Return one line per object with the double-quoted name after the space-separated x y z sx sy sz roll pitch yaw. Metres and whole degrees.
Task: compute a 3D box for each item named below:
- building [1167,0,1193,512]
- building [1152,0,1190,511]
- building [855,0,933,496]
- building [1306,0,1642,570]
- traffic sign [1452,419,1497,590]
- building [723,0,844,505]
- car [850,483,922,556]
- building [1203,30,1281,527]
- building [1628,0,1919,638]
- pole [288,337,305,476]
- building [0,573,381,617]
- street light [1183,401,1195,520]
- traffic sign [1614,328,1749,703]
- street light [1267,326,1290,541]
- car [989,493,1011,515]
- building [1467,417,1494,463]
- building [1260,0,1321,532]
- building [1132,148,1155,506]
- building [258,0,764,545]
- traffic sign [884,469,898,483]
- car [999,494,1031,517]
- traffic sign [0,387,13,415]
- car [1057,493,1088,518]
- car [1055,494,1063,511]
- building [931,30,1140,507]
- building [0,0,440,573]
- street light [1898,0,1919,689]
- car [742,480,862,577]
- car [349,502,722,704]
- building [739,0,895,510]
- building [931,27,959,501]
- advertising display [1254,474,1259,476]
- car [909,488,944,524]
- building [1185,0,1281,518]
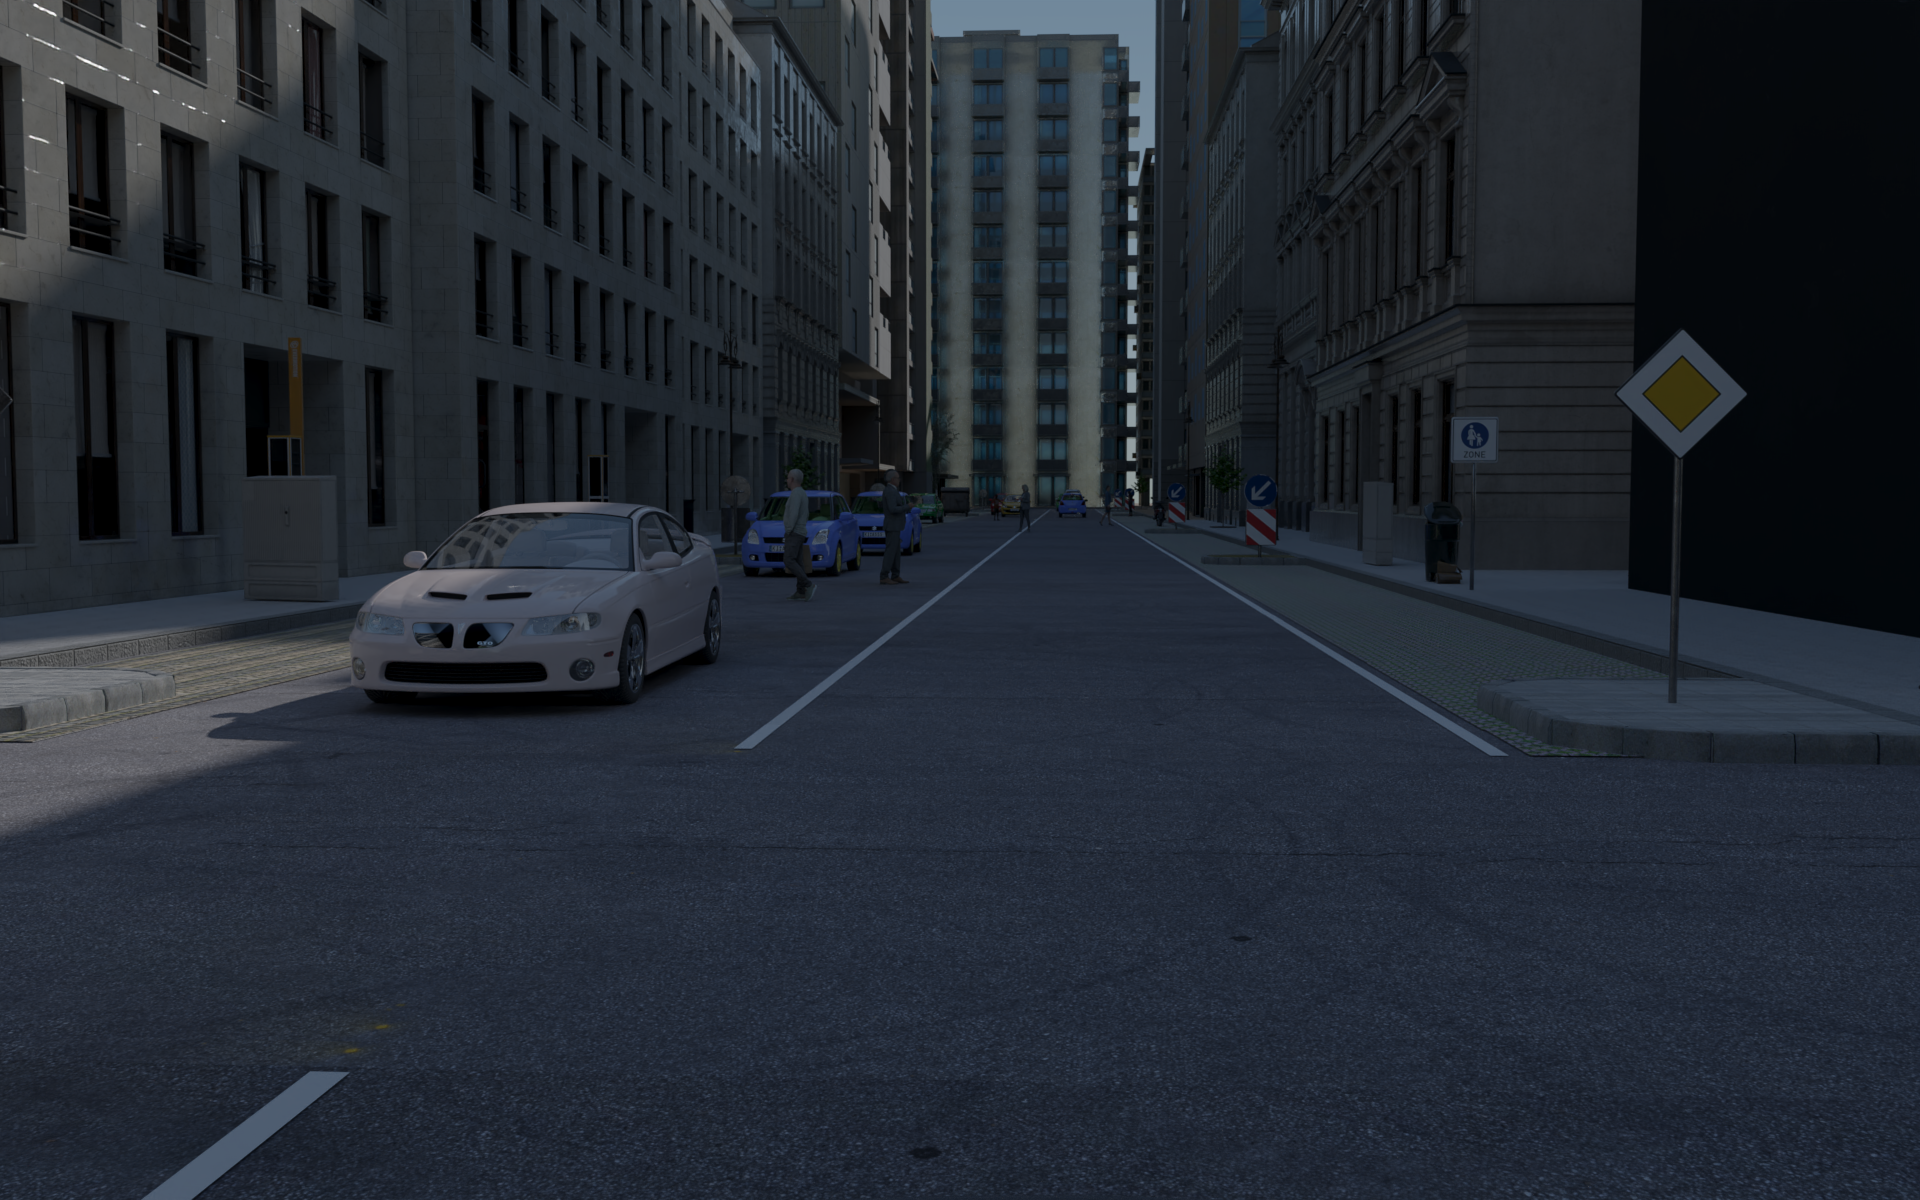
26.391 -30.324 115.408 23.786 49.044 30.456 0 4 4 "building"
26.789 -36.860 144.656 21.231 58.520 28.212 0 4 4 "building"
-9.490 -26.742 120.823 14.154 41.232 14.086 0 4 4 "building"
13.680 -10.571 37.456 10.561 19.102 19.286 0 4 4 "building"
6.835 -1.281 23.068 0.606 2.300 0.079 0 4 6 "traffic sign"
-10.855 -13.658 72.452 9.793 20.994 18.267 0 4 4 "building"
-1.866 -1.951 41.489 1.945 1.707 3.694 0 4 3 "car"
16.226 -13.883 76.133 9.793 20.994 18.267 0 4 4 "building"
16.557 -11.405 16.142 15.834 23.373 12.332 0 4 4 "building"
-8.672 -1.764 22.681 0.158 3.312 0.155 0 3 0 "pole"
-14.927 -10.151 20.720 10.420 20.320 16.860 0 4 4 "building"
11.220 -6.866 85.049 0.468 5.910 1.993 0 4 4 "street light"
4.373 -0.424 10.573 0.795 2.450 0.064 0 4 4 "traffic sign"
8.748 -4.584 47.736 0.468 5.910 1.993 0 4 4 "street light"
3.068 -6.701 118.602 2.155 1.783 4.494 0 4 4 "car"
52.925 -23.189 150.845 14.107 30.474 14.160 0 4 4 "building"
16.399 -13.938 56.766 11.050 23.489 19.941 0 4 4 "building"
30.757 -30.134 184.565 23.993 40.220 32.217 0 4 4 "building"
-12.845 -12.206 54.312 10.420 20.320 16.860 0 4 4 "building"
-3.453 -5.294 86.663 0.768 2.556 0.104 1 4 12 "traffic sign"
3.464 -6.029 108.798 2.015 1.641 3.980 0 4 3 "car"
-6.548 -0.467 11.286 0.795 2.450 0.064 0 4 4 "traffic sign"
6.904 -5.926 106.483 1.945 1.707 3.694 0 4 3 "car"
8.888 -8.255 143.759 1.959 1.807 4.718 0 4 3 "car"
3.321 -34.386 181.817 30.456 49.044 23.786 0 4 4 "building"
-13.069 -11.175 37.464 10.420 20.320 16.860 0 4 4 "building"
6.401 -2.349 11.200 0.468 5.910 1.993 0 4 4 "street light"
-2.824 -1.325 31.253 1.945 1.707 3.694 0 4 5 "car"
-3.056 -0.060 13.348 2.083 1.381 4.827 0 4 3 "car"
-18.494 -31.254 100.248 28.713 52.752 27.495 0 4 4 "building"
-15.215 -30.394 151.568 28.867 44.769 22.147 0 4 4 "building"
9.716 -3.143 56.605 0.123 1.923 0.974 0 4 3 "advertising display"
-1.821 -4.627 84.447 1.959 1.807 4.718 0 4 5 "car"
19.734 -27.091 93.047 14.600 45.320 14.200 0 4 4 "building"
